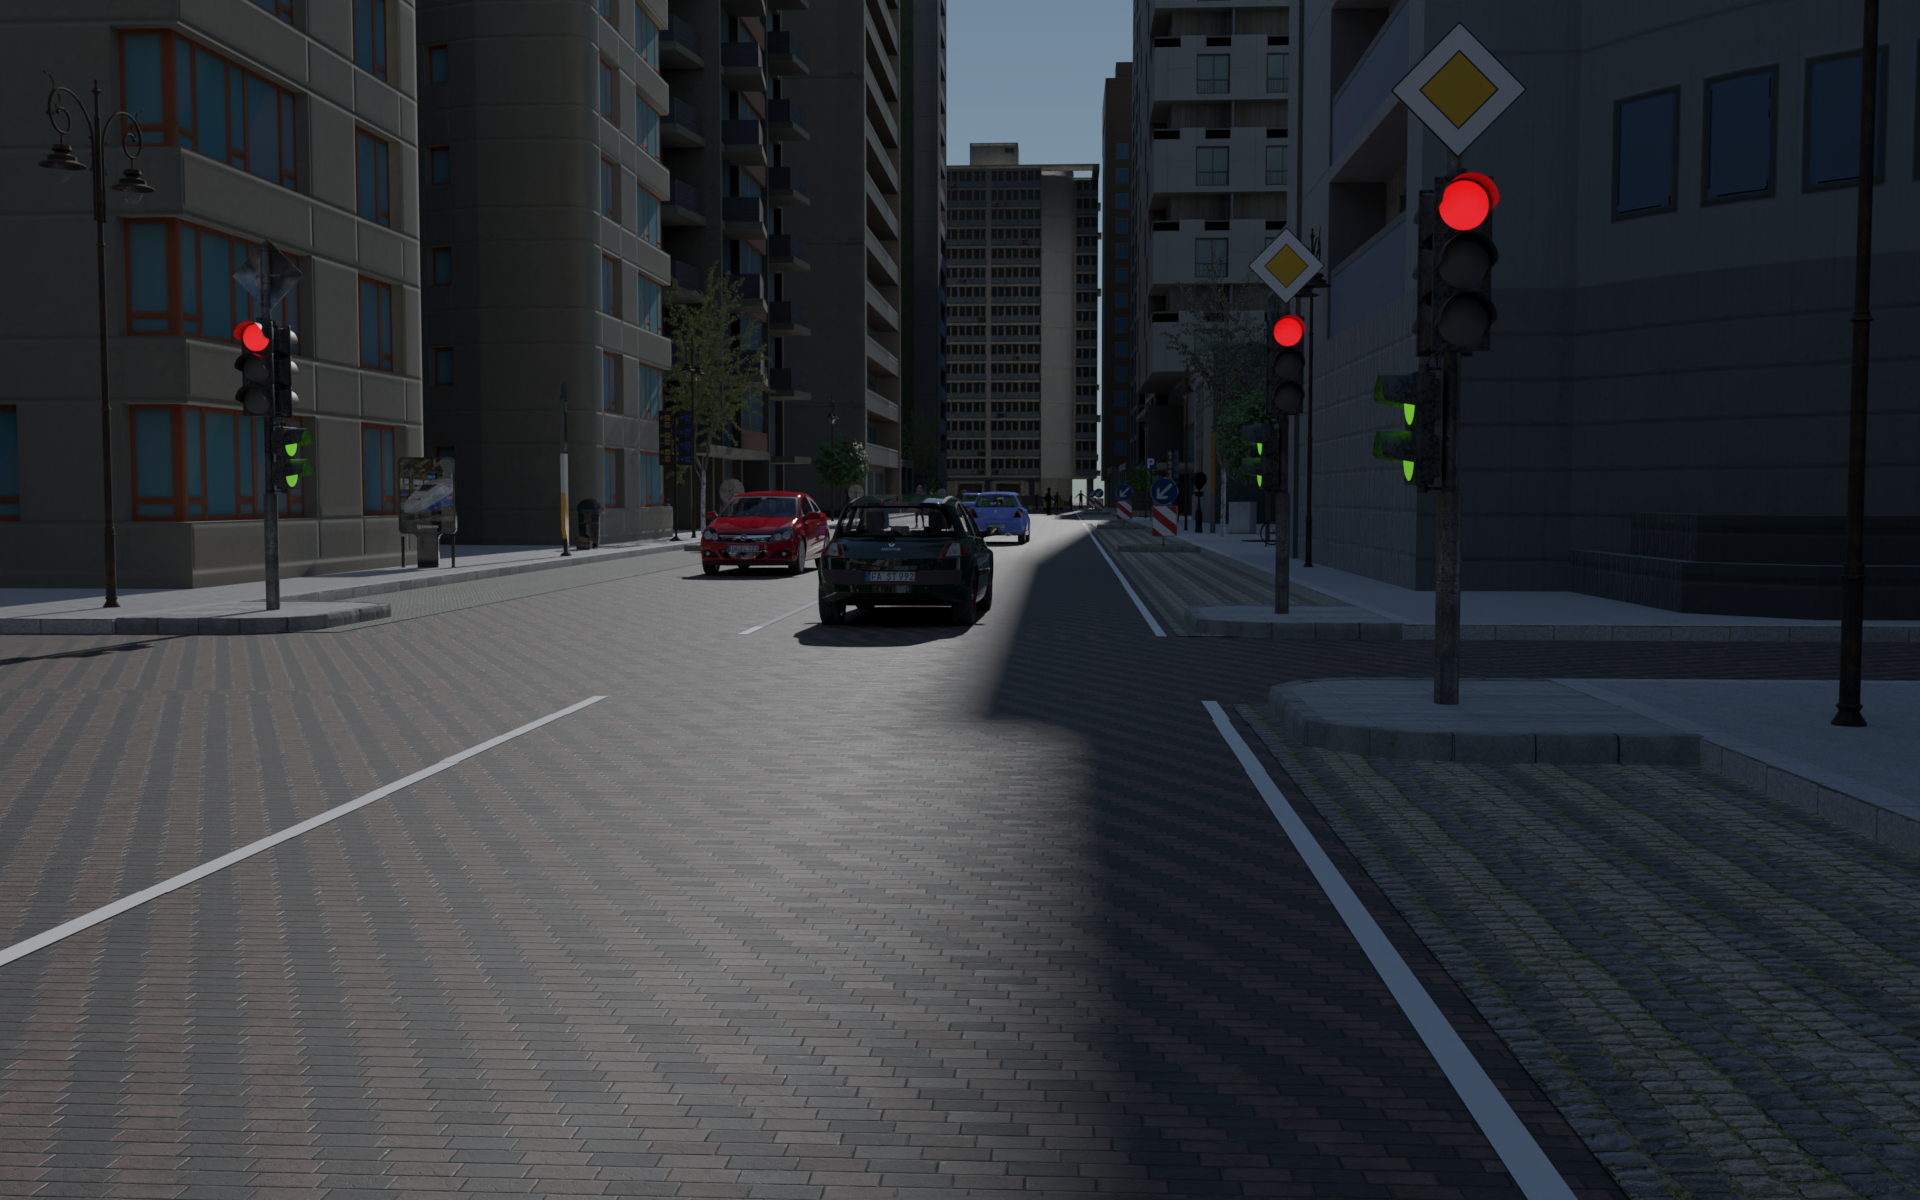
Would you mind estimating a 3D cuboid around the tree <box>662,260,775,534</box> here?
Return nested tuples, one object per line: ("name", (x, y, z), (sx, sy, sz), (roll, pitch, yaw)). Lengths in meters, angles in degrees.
("tree", (-8.157, -6.433, 55.536), (4.737, 8.622, 4.395), (0, 3, 0))

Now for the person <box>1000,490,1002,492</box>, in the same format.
("person", (3.163, -7.757, 136.041), (1.217, 1.735, 0.721), (-1, 4, -12))

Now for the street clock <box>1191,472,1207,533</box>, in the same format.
("street clock", (7.899, -3.222, 57.243), (0.471, 2.002, 0.358), (-2, 4, -25))

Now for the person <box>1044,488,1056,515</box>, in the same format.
("person", (6.016, -6.651, 116.878), (0.705, 1.869, 1.348), (-2, 4, -28))

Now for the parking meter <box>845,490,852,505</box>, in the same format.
("parking meter", (-6.076, -5.276, 94.669), (0.372, 1.533, 0.369), (0, 3, 0))

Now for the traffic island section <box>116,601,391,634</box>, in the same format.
("traffic island section", (-7.648, 0.186, 19.244), (2.009, 0.180, 2.903), (0, 4, 3))

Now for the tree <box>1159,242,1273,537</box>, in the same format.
("tree", (8.109, -6.189, 51.547), (4.360, 8.622, 3.978), (0, 3, 0))

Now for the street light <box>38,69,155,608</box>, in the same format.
("street light", (-9.625, -2.855, 19.471), (0.468, 5.910, 1.993), (0, 4, 3))

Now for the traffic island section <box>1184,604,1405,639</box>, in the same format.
("traffic island section", (3.474, 0.226, 18.581), (2.009, 0.180, 2.903), (0, 4, 3))

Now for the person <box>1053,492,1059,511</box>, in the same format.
("person", (8.040, -8.245, 144.780), (0.415, 1.643, 0.593), (3, 5, 45))

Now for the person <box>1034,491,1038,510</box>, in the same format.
("person", (6.928, -9.162, 159.100), (0.445, 1.727, 0.742), (-3, 4, -36))

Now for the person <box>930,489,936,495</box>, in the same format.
("person", (-1.786, -6.203, 110.726), (0.445, 1.727, 0.742), (1, 4, 19))

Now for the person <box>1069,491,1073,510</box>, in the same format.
("person", (9.630, -8.712, 151.668), (0.721, 1.736, 1.217), (1, 4, 9))

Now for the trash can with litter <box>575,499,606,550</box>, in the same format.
("trash can with litter", (-8.609, -1.765, 40.250), (0.624, 1.170, 1.055), (0, 4, -4))

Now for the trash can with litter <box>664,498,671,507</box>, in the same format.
("trash can with litter", (-9.304, -2.527, 52.706), (1.055, 1.170, 0.624), (-1, 4, -11))

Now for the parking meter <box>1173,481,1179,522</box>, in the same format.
("parking meter", (9.959, -4.535, 79.858), (0.255, 1.863, 0.399), (0, 4, -2))

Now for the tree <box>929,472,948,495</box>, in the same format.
("tree", (-2.090, -9.348, 147.442), (1.663, 3.219, 1.824), (0, 3, 0))

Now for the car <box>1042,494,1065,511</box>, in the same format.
("car", (7.999, -8.449, 148.363), (2.015, 1.641, 3.980), (0, 4, 3))

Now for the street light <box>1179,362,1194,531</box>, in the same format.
("street light", (7.961, -5.387, 60.866), (0.468, 5.910, 1.993), (0, 4, 3))

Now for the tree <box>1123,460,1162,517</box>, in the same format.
("tree", (10.447, -6.399, 99.225), (1.663, 3.219, 1.824), (0, 3, 0))

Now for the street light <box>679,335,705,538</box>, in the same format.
("street light", (-7.780, -4.751, 50.460), (0.468, 5.910, 1.993), (0, 4, 3))

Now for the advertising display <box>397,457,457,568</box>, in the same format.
("advertising display", (-9.285, -1.529, 30.206), (0.974, 1.923, 0.123), (0, 4, -7))

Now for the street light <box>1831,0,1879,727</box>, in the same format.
("street light", (4.937, -2.242, 9.441), (0.468, 5.910, 1.993), (0, 4, 3))

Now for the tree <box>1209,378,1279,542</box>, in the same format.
("tree", (8.429, -3.858, 46.788), (4.285, 4.588, 4.351), (0, 3, 0))

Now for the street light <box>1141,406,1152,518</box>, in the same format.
("street light", (9.819, -7.250, 91.322), (0.468, 5.910, 1.993), (0, 4, 3))

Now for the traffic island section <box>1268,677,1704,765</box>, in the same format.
("traffic island section", (3.000, 0.714, 10.610), (2.009, 0.180, 2.903), (0, 4, 3))

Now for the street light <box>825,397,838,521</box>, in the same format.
("street light", (-5.967, -6.612, 80.894), (0.468, 5.910, 1.993), (0, 4, 3))

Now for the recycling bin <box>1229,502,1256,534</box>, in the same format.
("recycling bin", (9.117, -2.650, 55.875), (0.722, 1.027, 0.722), (2, 4, 27))

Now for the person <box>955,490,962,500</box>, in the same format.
("person", (0.016, -8.139, 142.298), (1.217, 1.743, 0.721), (0, 4, -2))

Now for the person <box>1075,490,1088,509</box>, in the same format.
("person", (11.599, -9.634, 165.983), (1.348, 1.831, 0.705), (-1, 4, -16))

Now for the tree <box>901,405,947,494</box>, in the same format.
("tree", (-2.928, -11.759, 142.625), (4.737, 8.622, 4.395), (0, 3, 0))

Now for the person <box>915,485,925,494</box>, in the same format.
("person", (-1.649, -3.988, 73.887), (0.709, 1.800, 0.728), (2, 4, 24))

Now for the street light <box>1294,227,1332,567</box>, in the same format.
("street light", (6.127, -3.517, 30.283), (0.468, 5.910, 1.993), (0, 4, 3))

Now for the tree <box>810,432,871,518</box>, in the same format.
("tree", (-6.319, -6.626, 92.054), (4.285, 4.588, 4.351), (0, 3, 0))
